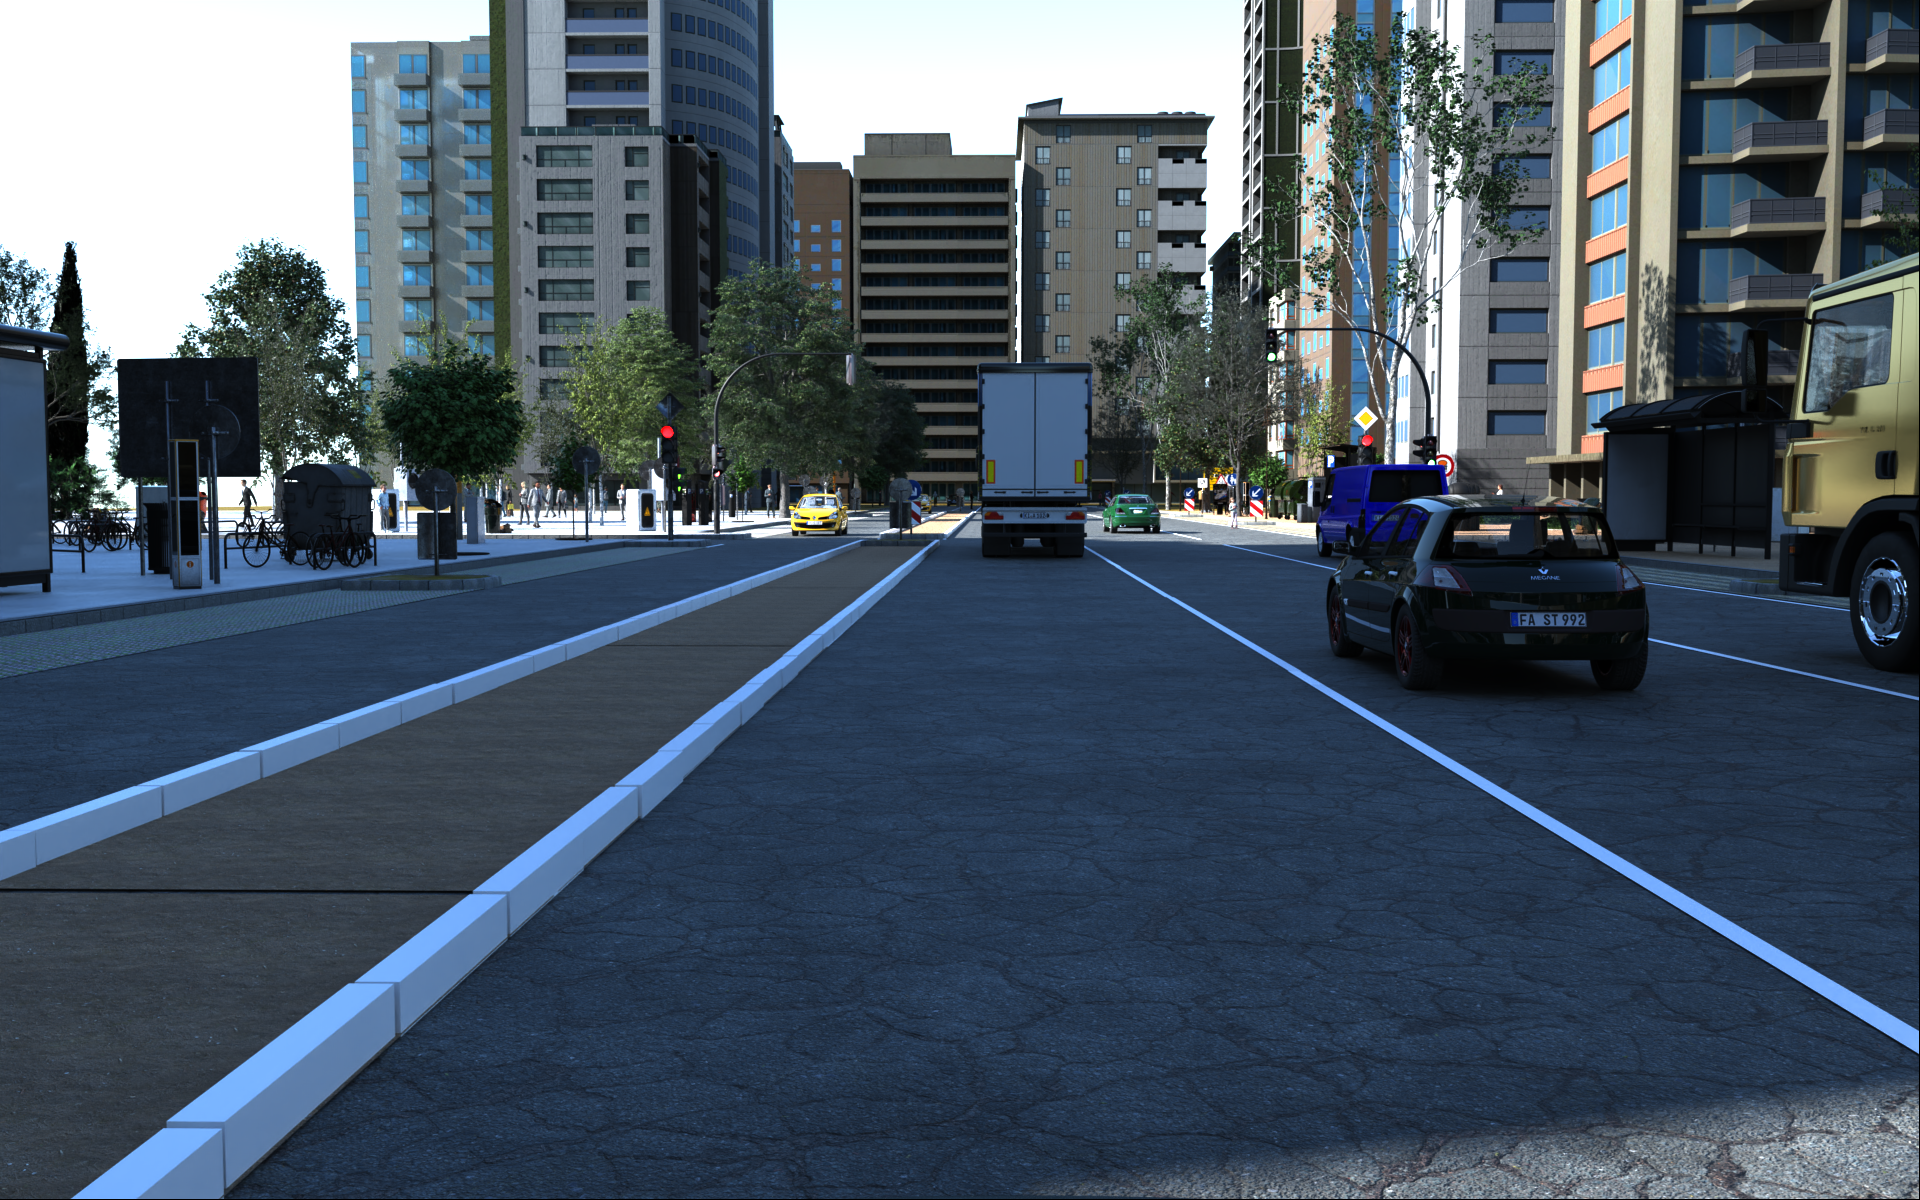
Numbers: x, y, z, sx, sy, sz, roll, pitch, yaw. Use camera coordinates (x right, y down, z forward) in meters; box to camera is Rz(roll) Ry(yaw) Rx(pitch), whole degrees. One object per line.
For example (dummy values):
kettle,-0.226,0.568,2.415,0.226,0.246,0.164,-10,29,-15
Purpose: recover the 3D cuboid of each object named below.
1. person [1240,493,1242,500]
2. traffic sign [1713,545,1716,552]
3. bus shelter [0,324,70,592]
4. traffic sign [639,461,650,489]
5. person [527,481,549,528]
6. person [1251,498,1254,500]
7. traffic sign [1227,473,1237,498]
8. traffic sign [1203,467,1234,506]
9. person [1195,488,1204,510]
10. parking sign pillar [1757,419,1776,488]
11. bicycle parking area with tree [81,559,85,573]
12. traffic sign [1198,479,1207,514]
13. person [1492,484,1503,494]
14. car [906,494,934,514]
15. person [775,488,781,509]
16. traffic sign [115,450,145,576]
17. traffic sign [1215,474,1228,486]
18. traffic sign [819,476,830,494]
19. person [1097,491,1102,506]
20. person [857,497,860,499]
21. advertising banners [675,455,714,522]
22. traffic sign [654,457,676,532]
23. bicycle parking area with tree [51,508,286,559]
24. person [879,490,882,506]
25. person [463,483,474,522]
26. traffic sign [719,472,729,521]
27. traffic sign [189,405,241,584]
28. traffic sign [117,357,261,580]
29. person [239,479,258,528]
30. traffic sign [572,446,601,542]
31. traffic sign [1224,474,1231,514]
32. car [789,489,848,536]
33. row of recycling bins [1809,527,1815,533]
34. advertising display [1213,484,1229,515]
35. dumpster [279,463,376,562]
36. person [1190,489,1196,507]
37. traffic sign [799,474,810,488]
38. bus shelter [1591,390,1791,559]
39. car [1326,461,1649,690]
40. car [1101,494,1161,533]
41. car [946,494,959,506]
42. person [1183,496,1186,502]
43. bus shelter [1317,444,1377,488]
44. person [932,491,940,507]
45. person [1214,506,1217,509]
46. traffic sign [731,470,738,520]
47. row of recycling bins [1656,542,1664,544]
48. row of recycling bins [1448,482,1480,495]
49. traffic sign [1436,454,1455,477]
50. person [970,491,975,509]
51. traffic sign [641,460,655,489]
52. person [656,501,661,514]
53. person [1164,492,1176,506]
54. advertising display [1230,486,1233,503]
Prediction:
person,25.466,-9.237,157.626,0.434,1.755,0.990,2,4,23
traffic sign,16.773,-2.350,38.418,0.884,2.594,0.081,1,4,8
bus shelter,-12.803,-2.487,18.288,2.179,5.291,8.768,0,4,1
traffic sign,-11.826,-4.020,65.840,0.768,2.556,0.104,0,4,7
person,-16.066,-3.638,65.798,0.678,1.792,0.850,-3,5,-41
person,23.999,-8.237,141.266,0.434,1.755,0.990,-1,4,-16
traffic sign,16.738,-6.481,106.078,0.768,2.556,0.104,0,4,7
traffic sign,19.293,-8.293,129.466,2.265,3.308,0.079,0,4,6
person,18.907,-7.916,135.556,0.705,1.812,1.348,-3,5,-44
parking sign pillar,25.920,-4.163,56.531,1.447,3.967,1.447,-1,4,-19
bicycle parking area with tree,-18.954,-2.469,27.377,8.231,4.147,9.016,-3,5,-39
traffic sign,15.763,-6.751,112.506,0.606,2.300,0.079,1,4,10
person,26.353,-4.785,84.840,0.524,1.755,0.480,0,4,-5
car,-2.925,-7.101,126.327,2.015,1.641,3.980,0,3,0
person,-15.669,-8.767,149.523,0.705,1.807,1.348,3,4,39
traffic sign,-12.879,-1.665,27.224,0.884,2.594,0.081,1,4,10
traffic sign,16.721,-6.786,110.962,0.884,2.594,0.081,0,4,8
traffic sign,-9.327,-7.293,119.350,0.768,2.556,0.104,0,4,8
person,15.508,-11.224,192.735,0.721,1.743,1.217,-1,4,-18
person,-9.897,-9.500,164.554,0.628,1.438,0.799,1,4,14
advertising banners,-12.207,-5.042,78.631,2.074,3.025,0.090,-1,4,-20
traffic sign,-9.893,-3.542,58.018,0.768,2.556,0.104,0,4,8
bicycle parking area with tree,-20.496,-3.325,41.370,8.231,4.147,9.016,1,4,22
person,-8.430,-10.874,184.639,0.445,1.727,0.742,-2,4,-25
person,-22.368,-4.446,78.916,0.466,1.800,0.511,0,4,8
traffic sign,-11.113,-4.848,81.387,0.606,2.300,0.079,1,4,11
traffic sign,-10.637,-1.505,24.721,0.768,2.556,0.104,0,4,6
traffic sign,-11.531,-1.959,25.899,2.265,3.308,0.079,1,4,8
person,-27.446,-3.712,66.504,0.755,1.850,0.659,-3,5,-45
traffic sign,-9.957,-2.817,46.164,0.768,2.556,0.104,0,4,2
traffic sign,17.449,-6.841,111.964,0.768,2.556,0.104,0,4,5
car,-4.875,-3.062,60.288,2.015,1.641,3.980,0,4,1
row of recycling bins,29.583,-3.078,57.444,3.534,1.692,1.069,0,4,-7
advertising display,16.181,-6.273,107.776,0.974,1.923,0.123,-1,4,-22
dumpster,-12.145,-1.685,33.303,1.264,1.857,1.865,0,4,1
person,23.209,-10.182,173.074,0.990,1.755,0.434,-3,4,-38
traffic sign,-10.022,-6.821,111.633,0.768,2.556,0.104,0,4,2
bus shelter,15.189,-2.596,36.366,2.014,3.302,5.546,0,4,1
car,4.129,-0.261,14.052,2.009,1.686,4.222,0,4,1
car,6.372,-3.226,64.540,2.131,1.459,4.920,0,4,-1
car,-0.631,-11.997,205.942,2.009,1.686,4.222,0,4,2
person,26.943,-12.072,206.608,0.799,1.438,0.628,2,4,27
bus shelter,18.673,-5.658,83.789,1.731,3.624,6.357,0,4,1
person,-2.747,-11.469,196.741,1.217,1.736,0.721,3,5,40
person,21.987,-8.711,148.490,0.705,1.821,1.348,-1,4,-13
traffic sign,-10.928,-5.186,84.893,0.768,2.556,0.104,1,4,10
row of recycling bins,18.123,-2.398,46.316,1.069,1.692,3.534,1,4,14
row of recycling bins,17.855,-3.316,61.323,1.069,1.692,3.534,1,4,22
traffic sign,15.355,-3.370,55.201,0.768,2.556,0.104,0,4,4
person,1.179,-9.382,162.416,0.721,1.766,1.217,-1,4,-17
traffic sign,-11.580,-3.960,64.848,0.768,2.556,0.104,0,4,5
person,-19.613,-6.529,113.010,0.478,1.798,0.641,2,4,33
person,21.953,-10.712,181.120,1.348,1.831,0.705,1,4,13
advertising display,19.512,-7.378,125.843,0.123,1.923,0.974,3,5,44
